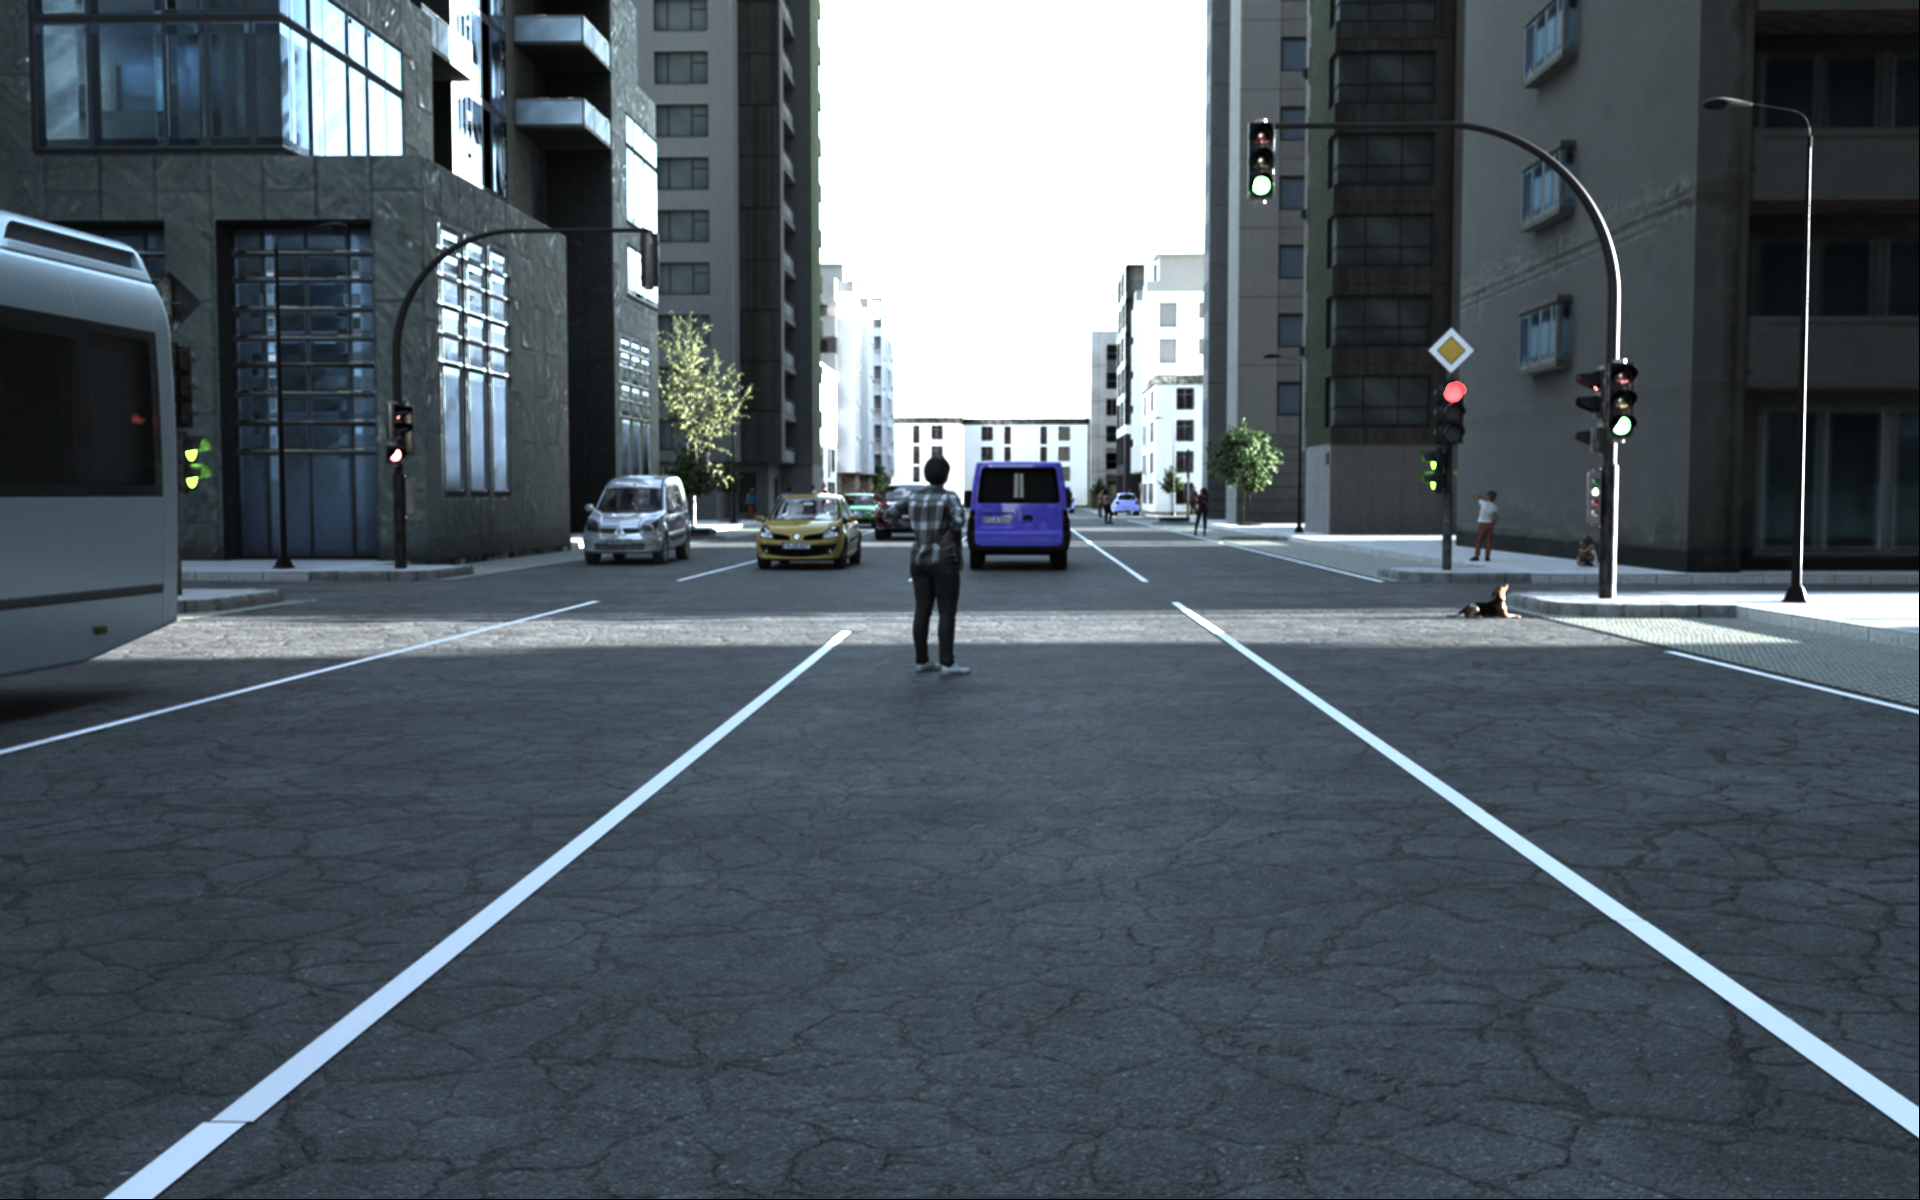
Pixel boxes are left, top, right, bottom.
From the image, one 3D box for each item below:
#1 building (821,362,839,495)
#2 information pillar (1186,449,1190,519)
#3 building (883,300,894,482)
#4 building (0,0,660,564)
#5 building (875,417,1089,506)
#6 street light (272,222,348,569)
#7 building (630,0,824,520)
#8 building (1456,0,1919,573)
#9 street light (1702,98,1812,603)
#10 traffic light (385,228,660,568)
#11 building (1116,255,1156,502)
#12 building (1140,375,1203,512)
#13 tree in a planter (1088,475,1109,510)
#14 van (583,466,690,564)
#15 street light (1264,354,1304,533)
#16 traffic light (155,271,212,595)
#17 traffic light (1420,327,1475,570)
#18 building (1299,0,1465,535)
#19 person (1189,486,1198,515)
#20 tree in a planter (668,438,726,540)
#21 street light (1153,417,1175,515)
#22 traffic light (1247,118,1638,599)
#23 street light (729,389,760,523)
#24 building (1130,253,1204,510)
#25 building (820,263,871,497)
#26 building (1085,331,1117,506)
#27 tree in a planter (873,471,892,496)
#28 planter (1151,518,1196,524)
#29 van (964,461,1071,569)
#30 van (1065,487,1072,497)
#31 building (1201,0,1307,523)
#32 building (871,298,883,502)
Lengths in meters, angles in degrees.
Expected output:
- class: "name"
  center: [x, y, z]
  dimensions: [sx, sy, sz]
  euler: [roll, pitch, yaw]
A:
- class: "building"
  center: [-12.983, -10.920, 120.691]
  dimensions: [9.099, 9.664, 28.070]
  euler: [0, 4, 2]
- class: "information pillar"
  center: [11.894, -6.047, 90.215]
  dimensions: [0.183, 3.616, 0.504]
  euler: [1, 4, 12]
- class: "building"
  center: [-12.543, -19.406, 173.708]
  dimensions: [11.380, 20.091, 16.016]
  euler: [0, 4, 2]
- class: "building"
  center: [-20.823, -44.884, 46.523]
  dimensions: [22.319, 86.520, 31.000]
  euler: [0, 4, 2]
- class: "building"
  center: [0.345, -15.371, 193.466]
  dimensions: [28.070, 9.664, 9.099]
  euler: [0, 4, 2]
- class: "street light"
  center: [-11.169, -3.501, 29.790]
  dimensions: [1.470, 5.913, 1.316]
  euler: [0, 4, 2]
- class: "building"
  center: [-15.012, -24.891, 90.554]
  dimensions: [14.154, 41.232, 14.086]
  euler: [0, 4, 2]
- class: "building"
  center: [22.715, -25.280, 37.022]
  dimensions: [21.600, 48.544, 21.300]
  euler: [0, 4, 2]
- class: "street light"
  center: [9.405, -2.931, 20.457]
  dimensions: [1.470, 5.913, 1.316]
  euler: [0, 4, 2]
- class: "traffic light"
  center: [-7.567, -3.373, 29.809]
  dimensions: [4.771, 5.953, 1.251]
  euler: [0, 4, 2]
- class: "building"
  center: [28.635, -19.561, 163.790]
  dimensions: [27.936, 21.610, 32.646]
  euler: [0, 4, 2]
- class: "building"
  center: [18.256, -11.024, 122.387]
  dimensions: [9.099, 9.664, 28.070]
  euler: [0, 4, 2]
- class: "tree in a planter"
  center: [12.784, -9.887, 158.867]
  dimensions: [1.991, 3.239, 1.994]
  euler: [0, 4, 2]
- class: "van"
  center: [-6.822, -1.820, 36.769]
  dimensions: [2.013, 2.044, 4.112]
  euler: [0, 4, 1]
- class: "street light"
  center: [10.777, -5.205, 57.640]
  dimensions: [1.470, 5.913, 1.316]
  euler: [0, 4, 2]
- class: "traffic light"
  center: [-9.939, -2.015, 21.867]
  dimensions: [0.839, 4.253, 0.868]
  euler: [0, 4, 2]
- class: "traffic light"
  center: [8.231, -2.466, 29.242]
  dimensions: [0.839, 4.253, 0.868]
  euler: [0, 4, 2]
- class: "building"
  center: [19.001, -17.678, 60.743]
  dimensions: [14.160, 30.474, 14.107]
  euler: [0, 4, 2]
- class: "person"
  center: [14.549, -6.208, 108.089]
  dimensions: [0.434, 1.755, 0.990]
  euler: [-2, 4, -35]
- class: "tree in a planter"
  center: [-8.504, -3.529, 54.924]
  dimensions: [1.991, 3.239, 1.994]
  euler: [0, 4, 2]
- class: "street light"
  center: [12.312, -8.058, 104.292]
  dimensions: [1.470, 5.913, 1.316]
  euler: [0, 4, 2]
- class: "traffic light"
  center: [5.859, -2.846, 21.193]
  dimensions: [4.771, 5.953, 1.251]
  euler: [0, 4, 2]
- class: "street light"
  center: [-9.516, -6.372, 76.722]
  dimensions: [1.470, 5.913, 1.316]
  euler: [0, 4, 2]
- class: "building"
  center: [22.147, -17.444, 141.632]
  dimensions: [16.016, 20.091, 11.380]
  euler: [0, 4, 2]
- class: "building"
  center: [-15.949, -17.355, 140.182]
  dimensions: [16.016, 20.091, 11.380]
  euler: [0, 4, 2]
- class: "building"
  center: [30.223, -20.127, 195.526]
  dimensions: [31.486, 18.905, 16.747]
  euler: [0, 4, 2]
- class: "tree in a planter"
  center: [-5.831, -8.224, 131.691]
  dimensions: [1.991, 3.239, 1.994]
  euler: [0, 4, 2]
- class: "planter"
  center: [10.113, -3.740, 82.291]
  dimensions: [1.991, 0.319, 1.994]
  euler: [0, 4, 2]
- class: "van"
  center: [1.163, -1.853, 34.679]
  dimensions: [2.240, 2.365, 5.245]
  euler: [0, 4, 2]
- class: "van"
  center: [9.363, -9.609, 161.492]
  dimensions: [2.240, 2.365, 5.245]
  euler: [0, 4, 2]
- class: "building"
  center: [23.259, -33.447, 88.862]
  dimensions: [21.231, 58.520, 28.212]
  euler: [0, 4, 2]
- class: "building"
  center: [-15.407, -18.049, 151.529]
  dimensions: [16.016, 20.091, 11.380]
  euler: [0, 4, 2]
